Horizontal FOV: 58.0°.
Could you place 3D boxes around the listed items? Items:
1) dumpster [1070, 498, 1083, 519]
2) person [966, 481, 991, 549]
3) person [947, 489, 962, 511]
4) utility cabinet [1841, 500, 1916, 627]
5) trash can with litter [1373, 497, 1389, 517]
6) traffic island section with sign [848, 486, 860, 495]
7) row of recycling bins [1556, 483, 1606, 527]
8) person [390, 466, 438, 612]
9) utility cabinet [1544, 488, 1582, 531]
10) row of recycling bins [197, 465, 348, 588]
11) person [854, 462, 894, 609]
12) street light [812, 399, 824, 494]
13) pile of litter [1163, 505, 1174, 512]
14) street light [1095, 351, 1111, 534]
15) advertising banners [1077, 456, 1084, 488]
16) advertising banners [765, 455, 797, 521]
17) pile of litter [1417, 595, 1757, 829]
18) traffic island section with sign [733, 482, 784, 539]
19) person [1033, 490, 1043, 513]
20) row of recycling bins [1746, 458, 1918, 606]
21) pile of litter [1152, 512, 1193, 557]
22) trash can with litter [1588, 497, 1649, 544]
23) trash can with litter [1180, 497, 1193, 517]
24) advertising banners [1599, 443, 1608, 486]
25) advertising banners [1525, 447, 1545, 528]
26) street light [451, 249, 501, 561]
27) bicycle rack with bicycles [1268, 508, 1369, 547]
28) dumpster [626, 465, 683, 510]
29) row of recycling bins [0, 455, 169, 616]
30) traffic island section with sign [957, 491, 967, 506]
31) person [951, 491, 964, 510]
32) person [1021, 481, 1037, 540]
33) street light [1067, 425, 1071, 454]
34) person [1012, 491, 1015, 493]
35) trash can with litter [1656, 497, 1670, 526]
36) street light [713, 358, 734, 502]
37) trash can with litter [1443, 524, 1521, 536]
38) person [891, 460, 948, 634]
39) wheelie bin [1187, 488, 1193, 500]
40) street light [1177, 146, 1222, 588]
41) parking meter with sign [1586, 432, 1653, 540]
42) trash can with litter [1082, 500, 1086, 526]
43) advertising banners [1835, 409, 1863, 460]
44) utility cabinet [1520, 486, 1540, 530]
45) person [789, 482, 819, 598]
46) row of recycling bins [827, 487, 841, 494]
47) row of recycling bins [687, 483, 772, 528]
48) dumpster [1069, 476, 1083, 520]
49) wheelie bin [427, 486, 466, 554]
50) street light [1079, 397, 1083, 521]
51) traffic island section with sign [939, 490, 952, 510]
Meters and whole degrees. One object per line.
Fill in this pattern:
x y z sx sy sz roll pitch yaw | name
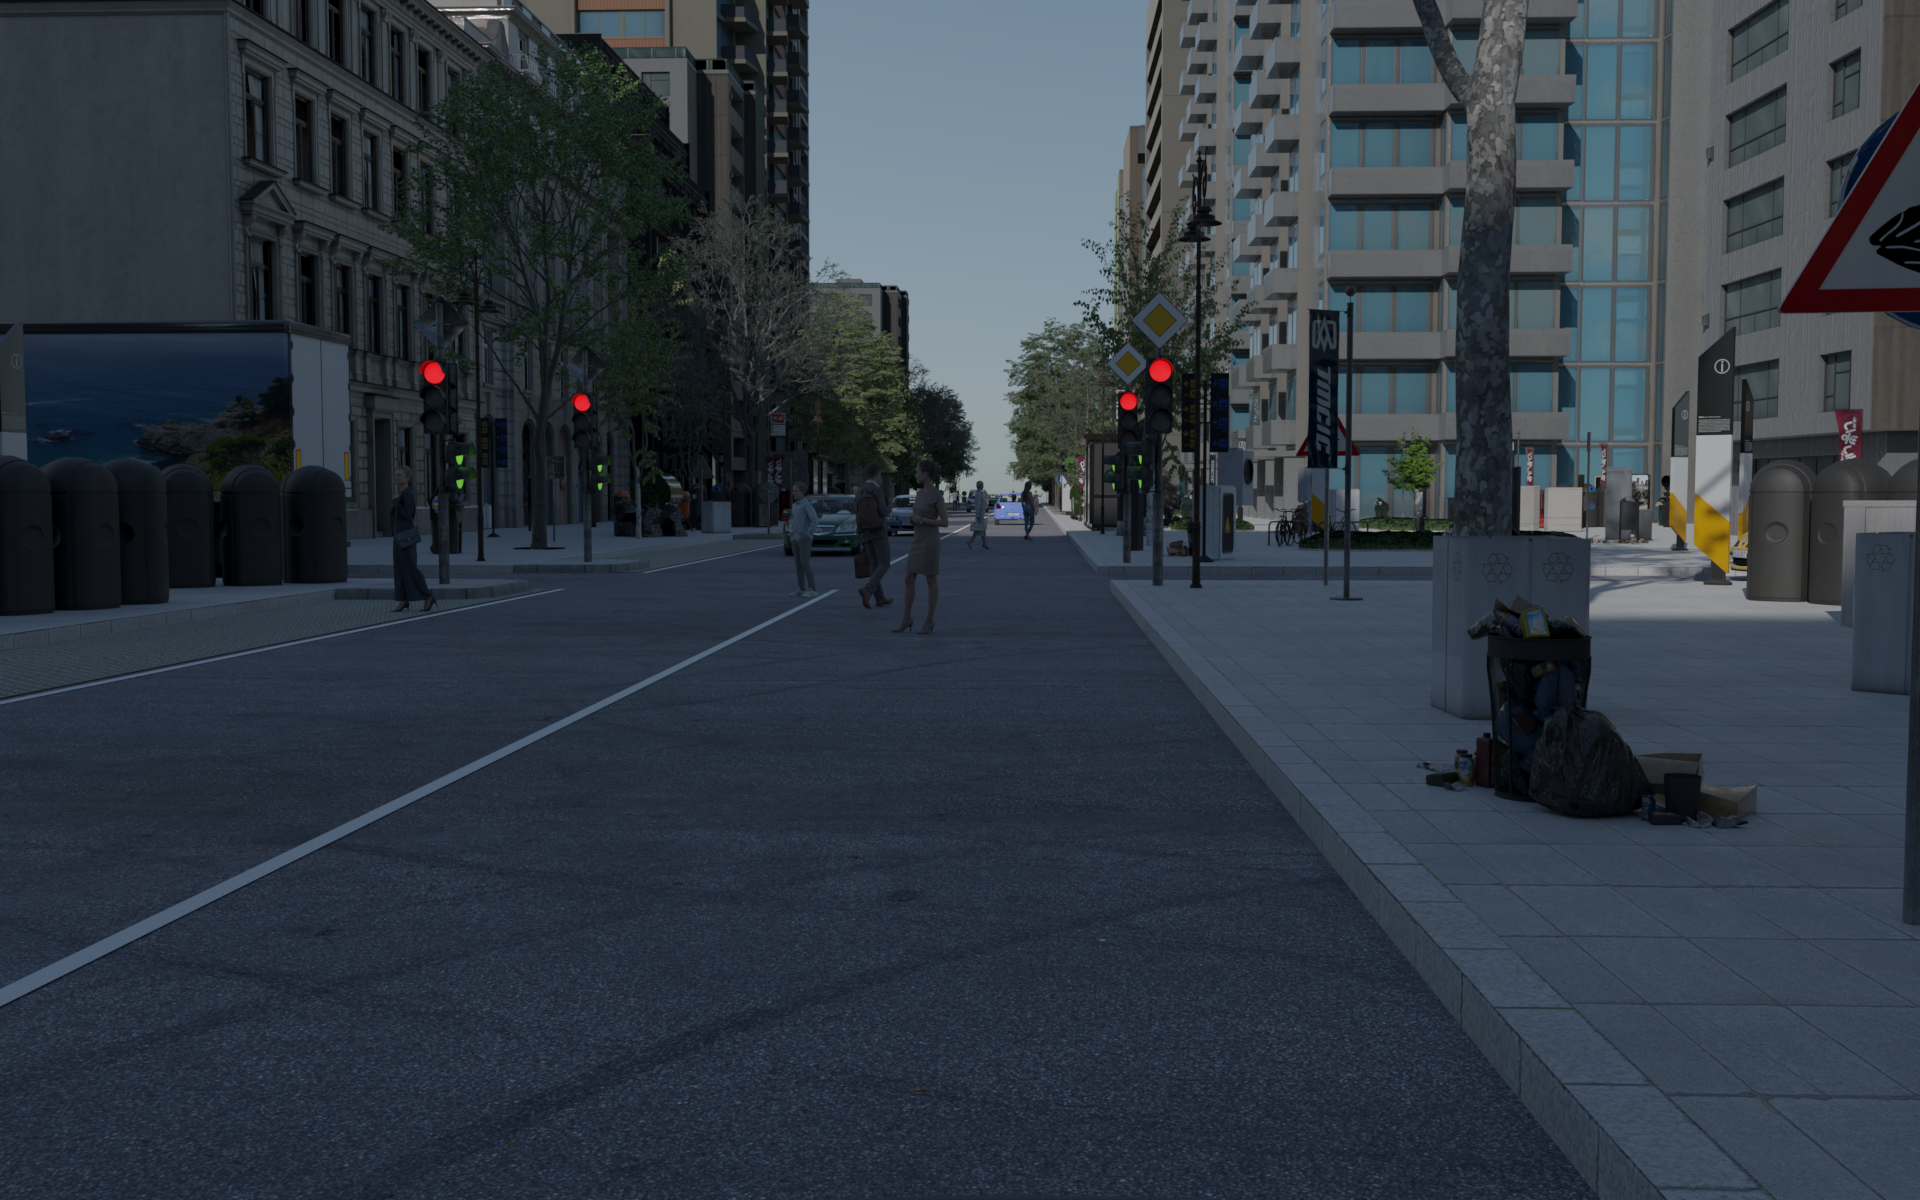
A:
6.286 -5.101 89.165 1.264 1.857 1.865 0 4 2 | dumpster
0.477 -2.208 44.959 0.624 1.780 0.694 1 4 10 | person
-0.450 -8.391 145.686 1.348 1.826 0.705 -1 4 -16 | person
9.087 -0.346 16.825 1.020 1.237 0.306 -1 4 -17 | utility cabinet
16.422 -3.368 66.458 1.055 1.170 0.624 0 4 7 | trash can with litter
-4.978 -4.495 82.127 1.989 1.847 2.006 0 4 2 | traffic island section with sign
24.579 -3.657 66.897 3.534 1.692 1.069 -1 4 -12 | row of recycling bins
-6.679 -0.738 20.990 0.576 1.772 0.534 3 5 42 | person
20.385 -3.051 58.559 1.173 1.500 0.318 0 4 -3 | utility cabinet
-10.355 -1.045 24.205 3.534 1.692 1.069 -3 5 -40 | row of recycling bins
-1.111 -0.822 21.907 0.622 1.834 0.822 3 4 37 | person
-6.902 -6.829 84.449 0.468 5.910 1.993 0 4 2 | street light
8.380 -3.380 69.225 1.719 0.858 1.176 3 5 40 | pile of litter
4.577 -5.053 55.410 0.468 5.910 1.993 0 4 2 | street light
6.268 -5.088 79.376 2.074 3.025 0.090 2 4 32 | advertising banners
-8.223 -5.219 81.523 2.074 3.025 0.090 1 4 19 | advertising banners
2.656 0.399 7.444 1.176 0.858 1.719 0 4 -5 | pile of litter
-6.106 -2.848 55.196 1.989 1.847 2.006 0 4 2 | traffic island section with sign
6.019 -7.624 133.947 0.742 1.727 0.445 -1 4 -9 | person
10.647 -0.772 19.737 1.069 1.692 3.534 -2 4 -33 | row of recycling bins
4.801 -1.348 36.013 1.719 0.858 1.176 0 4 2 | pile of litter
17.072 -2.093 45.270 2.233 1.210 1.678 -1 4 -9 | trash can with litter
9.568 -3.695 71.806 0.624 1.170 1.055 -1 4 -19 | trash can with litter
22.809 -3.927 60.397 2.074 3.025 0.090 -3 5 -40 | advertising banners
21.734 -4.188 64.656 2.074 3.025 0.090 -2 4 -33 | advertising banners
-9.157 -3.678 32.928 0.468 5.910 1.993 0 4 2 | street light
8.682 -1.805 42.893 2.852 0.926 2.925 3 5 42 | bicycle rack with bicycles
-10.045 -3.330 56.943 1.502 2.255 1.985 0 4 2 | dumpster
-10.087 -0.727 19.004 1.069 1.692 3.534 1 4 16 | row of recycling bins
0.607 -12.610 214.799 1.989 1.847 2.006 0 4 2 | traffic island section with sign
-0.210 -9.005 156.408 1.217 1.739 0.721 0 4 5 | person
2.142 -2.756 53.575 0.555 1.821 0.388 2 4 31 | person
6.664 -8.191 106.712 0.468 5.910 1.993 0 4 2 | street light
4.952 -9.487 164.136 0.750 1.759 0.617 -2 4 -30 | person
28.590 -3.609 70.387 0.624 1.170 1.055 1 4 21 | trash can with litter
-8.015 -5.268 58.927 0.468 5.910 1.993 0 4 2 | street light
5.069 -0.297 16.246 1.055 1.170 0.624 -2 4 -28 | trash can with litter
-0.405 -0.545 17.750 0.374 1.781 0.599 -3 4 -38 | person
12.371 -5.142 91.981 0.693 1.594 0.980 0 4 3 | wheelie bin
3.225 -3.101 23.482 0.468 5.910 1.993 0 4 2 | street light
18.365 -3.178 48.220 1.738 3.016 0.543 1 4 22 | parking meter with sign
5.122 -3.551 69.448 0.624 1.170 1.055 0 4 -4 | trash can with litter
18.928 -2.391 35.278 2.074 3.025 0.090 2 4 30 | advertising banners
14.962 -2.316 46.548 0.318 1.500 1.173 -3 5 -41 | utility cabinet
-2.216 -0.848 24.180 0.330 1.601 0.589 -2 4 -29 | person
-7.403 -5.682 100.009 1.069 1.692 3.534 0 3 0 | row of recycling bins
-8.937 -3.673 67.166 3.534 1.692 1.069 1 4 15 | row of recycling bins
6.144 -5.067 85.339 1.502 2.255 1.985 0 4 3 | dumpster
-11.009 -1.793 37.226 0.693 1.594 0.980 0 4 -1 | wheelie bin
5.655 -6.629 81.166 0.468 5.910 1.993 0 4 2 | street light
-1.721 -9.236 159.635 1.989 1.847 2.006 0 4 2 | traffic island section with sign
